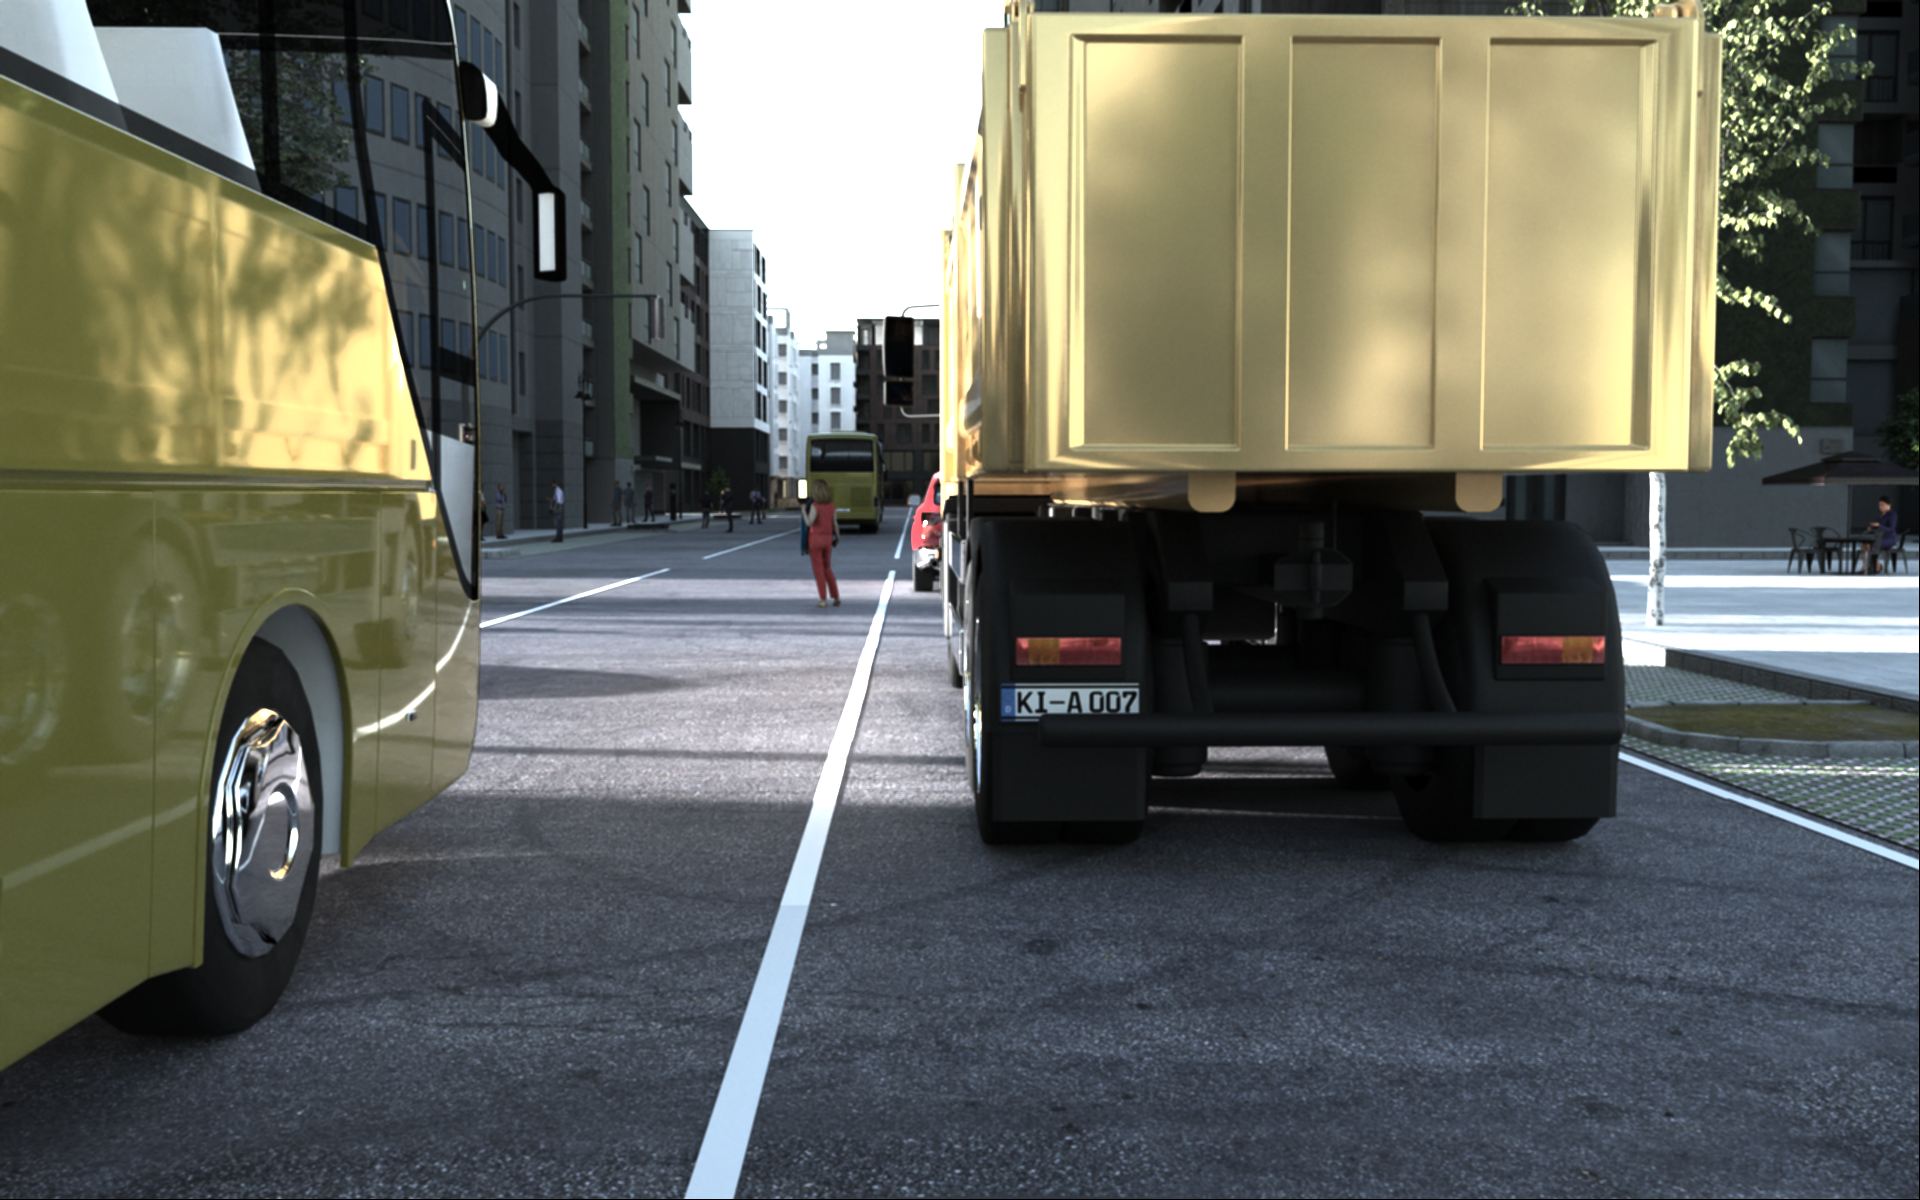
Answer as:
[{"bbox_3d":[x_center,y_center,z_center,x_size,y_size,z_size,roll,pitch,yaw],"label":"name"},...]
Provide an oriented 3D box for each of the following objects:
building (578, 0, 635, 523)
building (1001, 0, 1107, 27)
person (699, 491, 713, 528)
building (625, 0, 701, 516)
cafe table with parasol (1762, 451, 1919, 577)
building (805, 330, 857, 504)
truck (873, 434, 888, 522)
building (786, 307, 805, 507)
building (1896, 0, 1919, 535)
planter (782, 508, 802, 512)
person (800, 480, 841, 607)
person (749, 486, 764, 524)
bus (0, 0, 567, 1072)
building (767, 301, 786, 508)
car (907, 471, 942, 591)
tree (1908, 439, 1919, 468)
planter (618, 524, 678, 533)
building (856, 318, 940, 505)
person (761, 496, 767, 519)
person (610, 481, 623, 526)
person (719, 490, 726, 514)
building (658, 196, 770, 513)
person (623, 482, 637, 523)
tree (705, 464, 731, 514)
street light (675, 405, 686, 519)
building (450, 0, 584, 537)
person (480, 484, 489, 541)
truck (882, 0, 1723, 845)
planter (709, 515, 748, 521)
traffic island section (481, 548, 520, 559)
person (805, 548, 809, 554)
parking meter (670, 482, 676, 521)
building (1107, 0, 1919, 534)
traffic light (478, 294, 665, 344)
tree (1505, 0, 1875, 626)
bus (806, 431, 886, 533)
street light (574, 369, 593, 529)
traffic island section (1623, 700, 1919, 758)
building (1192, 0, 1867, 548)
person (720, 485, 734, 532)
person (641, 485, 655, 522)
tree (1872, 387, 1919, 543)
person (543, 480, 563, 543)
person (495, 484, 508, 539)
[{"bbox_3d":[-22.081,-23.810,72.894,14.154,41.232,14.086,0,4,-1],"label":"building"},{"bbox_3d":[9.441,-25.936,107.650,14.154,41.232,14.086,0,4,-1],"label":"building"},{"bbox_3d":[-10.718,-3.788,72.641,0.569,1.553,0.471,3,4,36],"label":"person"},{"bbox_3d":[-29.220,-30.821,93.167,28.713,52.752,27.495,0,4,-1],"label":"building"},{"bbox_3d":[14.200,-1.395,27.673,2.610,1.966,2.610,-3,4,-36],"label":"cafe table with parasol"},{"bbox_3d":[-17.918,-21.399,206.292,11.380,20.091,16.016,0,4,-1],"label":"building"},{"bbox_3d":[-5.202,-5.966,86.451,2.839,4.237,11.283,0,3,0],"label":"truck"},{"bbox_3d":[-22.842,-19.896,181.712,11.380,20.091,16.016,0,4,-1],"label":"building"},{"bbox_3d":[36.583,-24.235,46.351,14.200,45.320,14.600,0,4,-1],"label":"building"},{"bbox_3d":[-13.574,-7.394,142.039,1.991,0.319,1.994,0,4,-1],"label":"planter"},{"bbox_3d":[-1.773,-0.725,22.056,0.593,1.614,0.444,-2,4,-24],"label":"person"},{"bbox_3d":[-9.781,-4.580,83.245,0.709,1.838,0.599,-2,4,-24],"label":"person"},{"bbox_3d":[-2.977,-0.599,1.344,2.896,3.916,12.252,0,4,-1],"label":"bus"},{"bbox_3d":[-25.310,-18.884,165.177,16.016,20.091,11.380,0,4,-1],"label":"building"},{"bbox_3d":[0.305,-1.123,27.037,2.281,1.827,5.304,0,4,0],"label":"car"},{"bbox_3d":[14.246,-1.783,23.757,1.663,3.219,1.824,0,3,0],"label":"tree"},{"bbox_3d":[-11.586,-2.658,64.601,1.991,0.319,1.994,0,4,-1],"label":"planter"},{"bbox_3d":[3.955,-22.507,211.964,32.646,21.610,27.936,0,4,-1],"label":"building"},{"bbox_3d":[-11.356,-5.365,99.451,0.421,1.427,0.697,3,5,41],"label":"person"},{"bbox_3d":[-13.718,-3.854,69.177,0.434,1.807,0.598,-3,4,-37],"label":"person"},{"bbox_3d":[-15.107,-6.218,110.253,0.613,1.512,0.480,2,4,24],"label":"person"},{"bbox_3d":[-29.761,-17.569,131.235,27.936,21.610,32.646,0,4,-1],"label":"building"},{"bbox_3d":[-14.575,-4.305,76.557,0.598,1.807,0.434,1,4,17],"label":"person"},{"bbox_3d":[-15.823,-7.243,113.028,1.663,3.219,1.824,0,3,0],"label":"tree"},{"bbox_3d":[-14.511,-7.158,89.816,0.468,5.910,1.993,0,4,-1],"label":"street light"},{"bbox_3d":[-24.666,-31.142,51.178,21.231,58.520,28.212,0,4,-1],"label":"building"},{"bbox_3d":[-13.194,-2.396,47.422,0.614,1.554,0.590,3,5,45],"label":"person"},{"bbox_3d":[1.204,-0.905,10.728,3.469,3.379,9.791,0,4,-2],"label":"truck"},{"bbox_3d":[-12.286,-4.327,91.878,1.991,0.319,1.994,0,4,-1],"label":"planter"},{"bbox_3d":[-11.260,-1.055,39.530,2.009,0.180,2.903,0,4,-1],"label":"traffic island section"},{"bbox_3d":[-3.399,-1.836,41.060,0.613,1.512,0.480,0,4,6],"label":"person"},{"bbox_3d":[-13.923,-4.792,84.061,0.255,1.863,0.399,0,4,-3],"label":"parking meter"},{"bbox_3d":[20.482,-29.220,66.983,28.713,52.752,27.495,0,4,-1],"label":"building"},{"bbox_3d":[-9.131,-3.964,39.485,4.771,5.953,1.251,0,4,-1],"label":"traffic light"},{"bbox_3d":[6.628,-4.048,16.555,4.737,8.622,4.395,0,3,0],"label":"tree"},{"bbox_3d":[-4.348,-4.596,66.698,2.896,3.916,12.252,0,4,-2],"label":"bus"},{"bbox_3d":[-13.949,-5.599,64.330,0.468,5.910,1.993,0,4,-1],"label":"street light"},{"bbox_3d":[4.949,0.767,10.323,1.991,0.108,1.994,0,4,-1],"label":"traffic island section"},{"bbox_3d":[14.245,-16.858,47.335,14.107,30.474,14.160,0,4,-1],"label":"building"},{"bbox_3d":[-8.779,-3.441,65.207,0.568,1.767,0.683,-2,4,-25],"label":"person"},{"bbox_3d":[-14.384,-4.459,79.864,0.530,1.710,0.541,-3,4,-37],"label":"person"},{"bbox_3d":[26.064,-3.800,45.843,4.285,4.588,4.351,0,3,0],"label":"tree"},{"bbox_3d":[-12.014,-2.615,51.119,0.599,1.838,0.709,-1,4,-8],"label":"person"},{"bbox_3d":[-13.174,-2.549,49.776,0.319,1.574,0.516,0,4,7],"label":"person"}]
